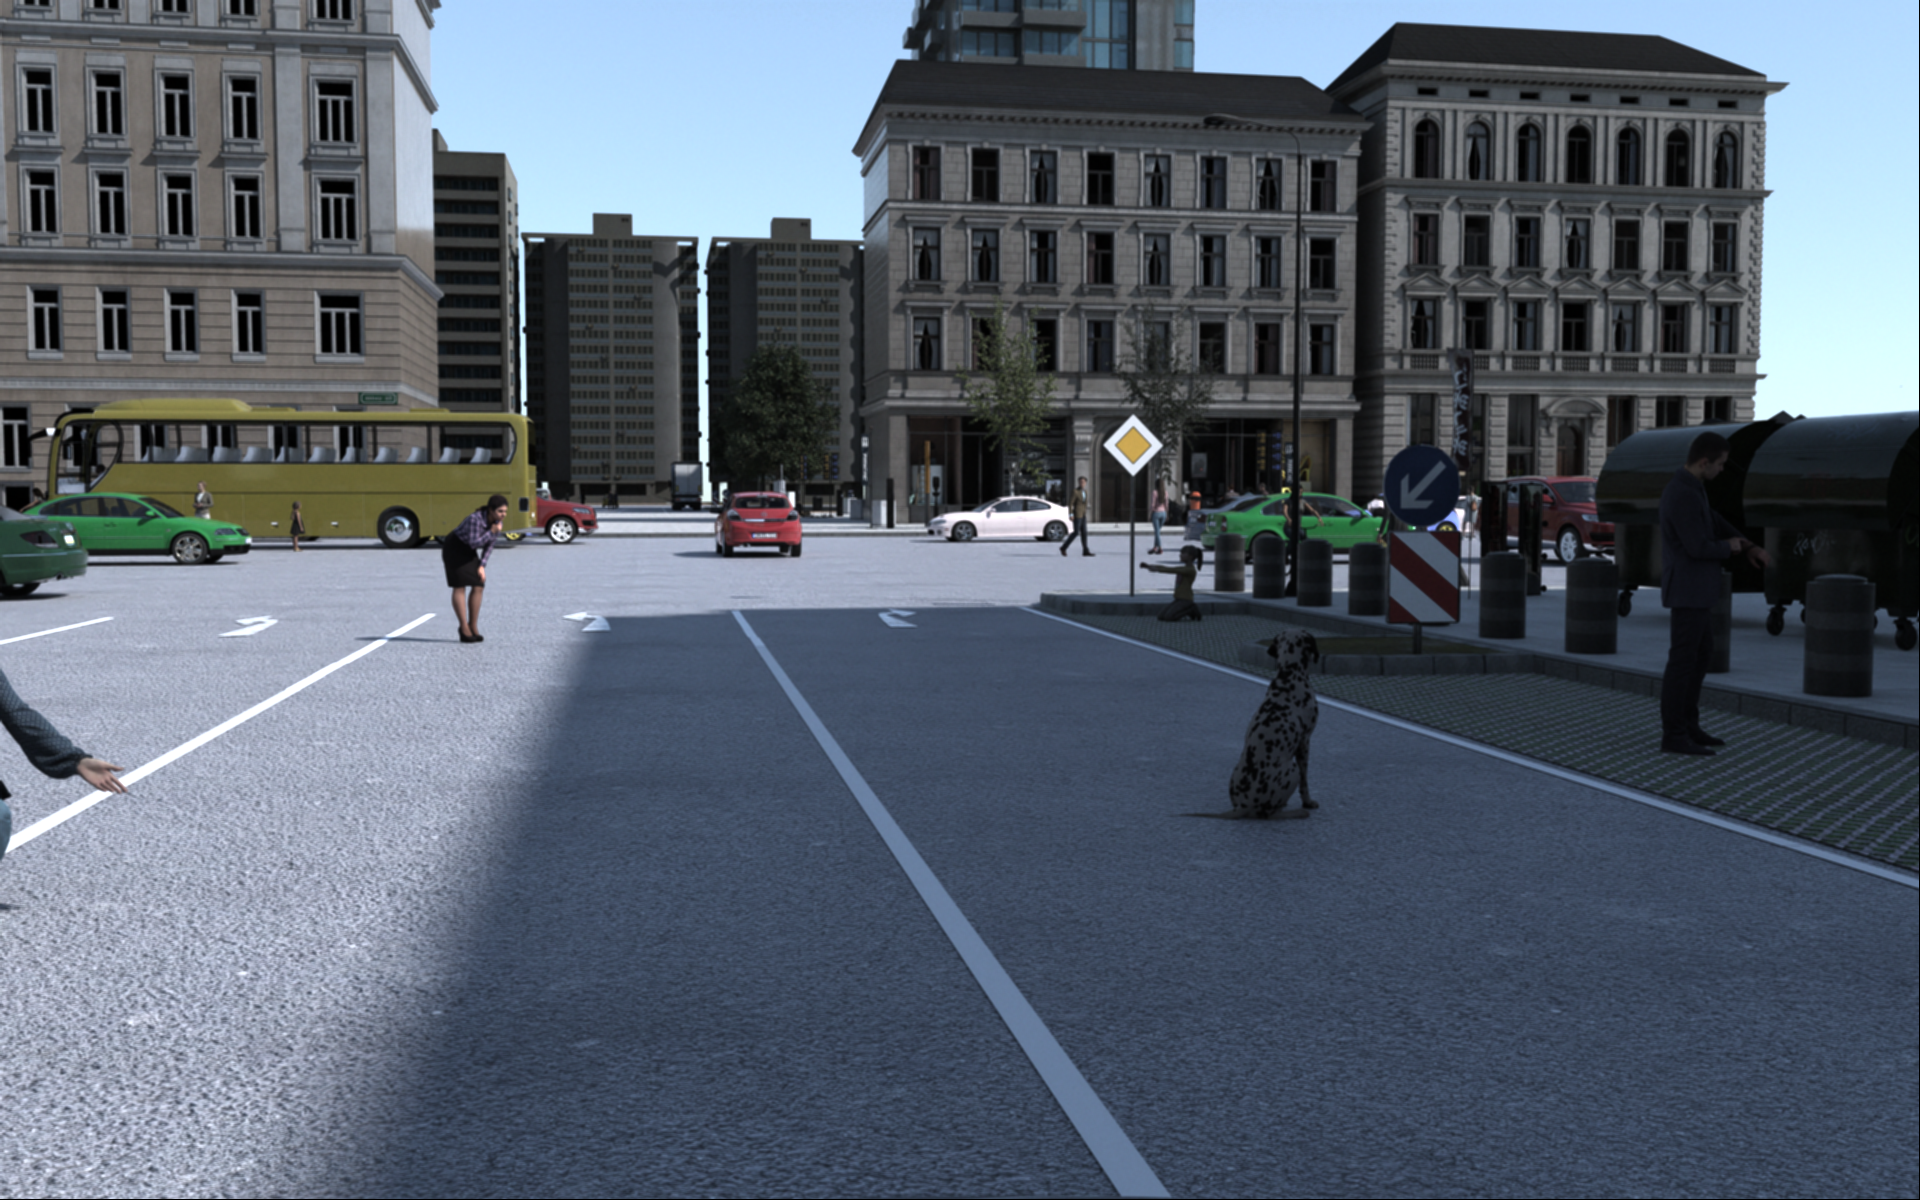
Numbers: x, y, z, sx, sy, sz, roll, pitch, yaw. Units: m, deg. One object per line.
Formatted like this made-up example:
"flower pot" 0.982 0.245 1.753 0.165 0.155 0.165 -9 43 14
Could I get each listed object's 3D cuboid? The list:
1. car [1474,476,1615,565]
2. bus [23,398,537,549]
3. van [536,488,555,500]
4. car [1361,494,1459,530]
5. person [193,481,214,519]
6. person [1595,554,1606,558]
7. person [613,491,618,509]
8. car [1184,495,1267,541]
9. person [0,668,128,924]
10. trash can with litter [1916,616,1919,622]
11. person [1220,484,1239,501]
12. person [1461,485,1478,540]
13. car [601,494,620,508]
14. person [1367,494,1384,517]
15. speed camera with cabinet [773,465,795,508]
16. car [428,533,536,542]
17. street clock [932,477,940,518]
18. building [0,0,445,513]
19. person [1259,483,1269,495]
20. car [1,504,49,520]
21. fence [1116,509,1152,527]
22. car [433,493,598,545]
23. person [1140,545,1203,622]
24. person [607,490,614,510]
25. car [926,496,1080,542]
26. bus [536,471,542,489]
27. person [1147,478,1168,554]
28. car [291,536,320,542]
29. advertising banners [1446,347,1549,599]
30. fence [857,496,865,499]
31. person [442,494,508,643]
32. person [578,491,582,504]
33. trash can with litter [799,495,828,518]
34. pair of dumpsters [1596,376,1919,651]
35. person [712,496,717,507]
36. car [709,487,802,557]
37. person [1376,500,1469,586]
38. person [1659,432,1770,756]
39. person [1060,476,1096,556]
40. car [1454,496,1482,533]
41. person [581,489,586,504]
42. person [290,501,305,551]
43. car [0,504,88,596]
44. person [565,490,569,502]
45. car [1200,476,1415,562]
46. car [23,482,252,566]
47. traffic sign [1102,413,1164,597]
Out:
"car" 12.676 -1.672 36.016 2.281 1.827 5.304 -1 4 -11
"bus" -17.502 -3.299 45.484 12.252 3.916 2.896 -1 4 -9
"van" -31.393 -7.516 129.895 2.013 2.044 4.112 -1 4 -12
"car" 12.787 -2.537 51.073 3.694 1.707 1.945 -1 4 -10
"person" -18.925 -2.091 43.229 0.519 1.759 0.362 1 4 11
"person" 14.310 -1.732 39.034 0.614 1.554 0.590 -3 5 -45
"person" -33.840 -9.829 169.648 0.568 1.767 0.683 1 4 8
"car" 7.981 -1.961 44.073 4.499 1.417 2.014 -1 4 -9
"person" -3.299 0.507 5.717 1.012 1.151 0.738 -1 4 -20
"trash can with litter" 9.264 -0.279 15.956 0.624 1.170 1.055 -1 4 -8
"person" 7.941 -2.544 50.923 0.655 1.722 0.431 -1 4 -15
"person" 15.868 -2.711 53.822 0.512 1.701 0.522 -1 4 -18
"car" -37.600 -10.765 186.234 2.015 1.641 3.980 -1 4 -12
"person" 10.242 -1.883 42.481 0.628 1.438 0.799 -2 4 -27
"speed camera with cabinet" -11.787 -7.474 116.530 0.660 3.252 2.038 2 4 26
"car" -14.656 -2.635 52.675 3.694 1.707 1.945 -1 4 -10
"street clock" -0.988 -4.105 71.695 0.358 2.002 0.471 -1 4 -9
"building" -33.351 -17.649 74.470 20.117 28.700 13.634 -1 4 -10
"person" 10.328 -3.087 59.105 0.434 1.807 0.598 3 5 40
"car" -19.352 -1.232 32.150 4.499 1.417 2.014 -1 4 -11
"fence" 6.920 -3.194 67.603 2.069 0.683 0.278 -2 4 -30
"car" -13.104 -2.512 49.748 5.304 1.827 2.281 -1 4 -11
"person" 2.391 -0.184 19.440 0.695 0.859 0.347 -1 4 -13
"person" -30.778 -8.776 152.520 0.617 1.759 0.750 0 4 -6
"car" 1.383 -2.449 52.402 4.827 1.381 2.083 -1 4 -11
"bus" -39.568 -10.076 156.291 2.896 3.916 12.252 -1 4 -10
"person" 4.738 -2.002 41.246 0.555 1.821 0.388 -3 4 -38
"car" -21.282 -2.612 52.497 4.222 1.686 2.009 -1 4 -9
"advertising banners" 6.616 -1.539 21.348 2.074 3.025 0.090 -3 4 -37
"fence" -5.994 -5.808 106.166 0.480 1.192 2.264 -1 4 -21
"person" -4.641 -0.302 16.674 0.697 1.427 0.421 1 4 23
"person" -37.410 -9.959 171.409 0.705 1.814 1.350 1 4 11
"trash can with litter" -8.134 -5.089 94.262 2.233 1.210 1.678 0 3 0
"pair of dumpsters" 7.819 -0.838 16.189 1.574 2.255 4.437 -1 4 -10
"person" -25.668 -10.509 181.240 0.530 1.710 0.541 -2 4 -35
"car" -4.798 -1.946 40.854 2.155 1.783 4.494 -1 4 -11
"person" 6.650 -0.998 25.029 1.509 1.804 0.699 0 4 -4
"person" 4.133 -0.034 9.511 0.568 1.767 0.683 1 4 19
"person" 2.707 -1.925 39.885 0.836 1.842 0.656 1 4 8
"car" 17.067 -2.785 57.891 4.827 1.381 2.083 -1 4 -11
"person" -34.270 -9.146 157.665 0.705 1.869 1.348 0 4 -2
"person" -16.564 -1.844 43.326 0.373 1.253 0.362 -2 4 -34
"car" -14.590 -0.717 23.527 4.920 1.459 2.131 -1 4 -10
"person" -38.757 -9.930 170.865 0.705 1.823 1.348 -2 4 -23
"car" 7.403 -1.663 35.991 4.718 1.807 1.959 -1 4 -8
"car" -16.950 -1.616 35.214 4.718 1.807 1.959 -1 4 -11
"traffic sign" 2.149 -1.099 21.608 0.795 2.450 0.064 -1 4 -10
